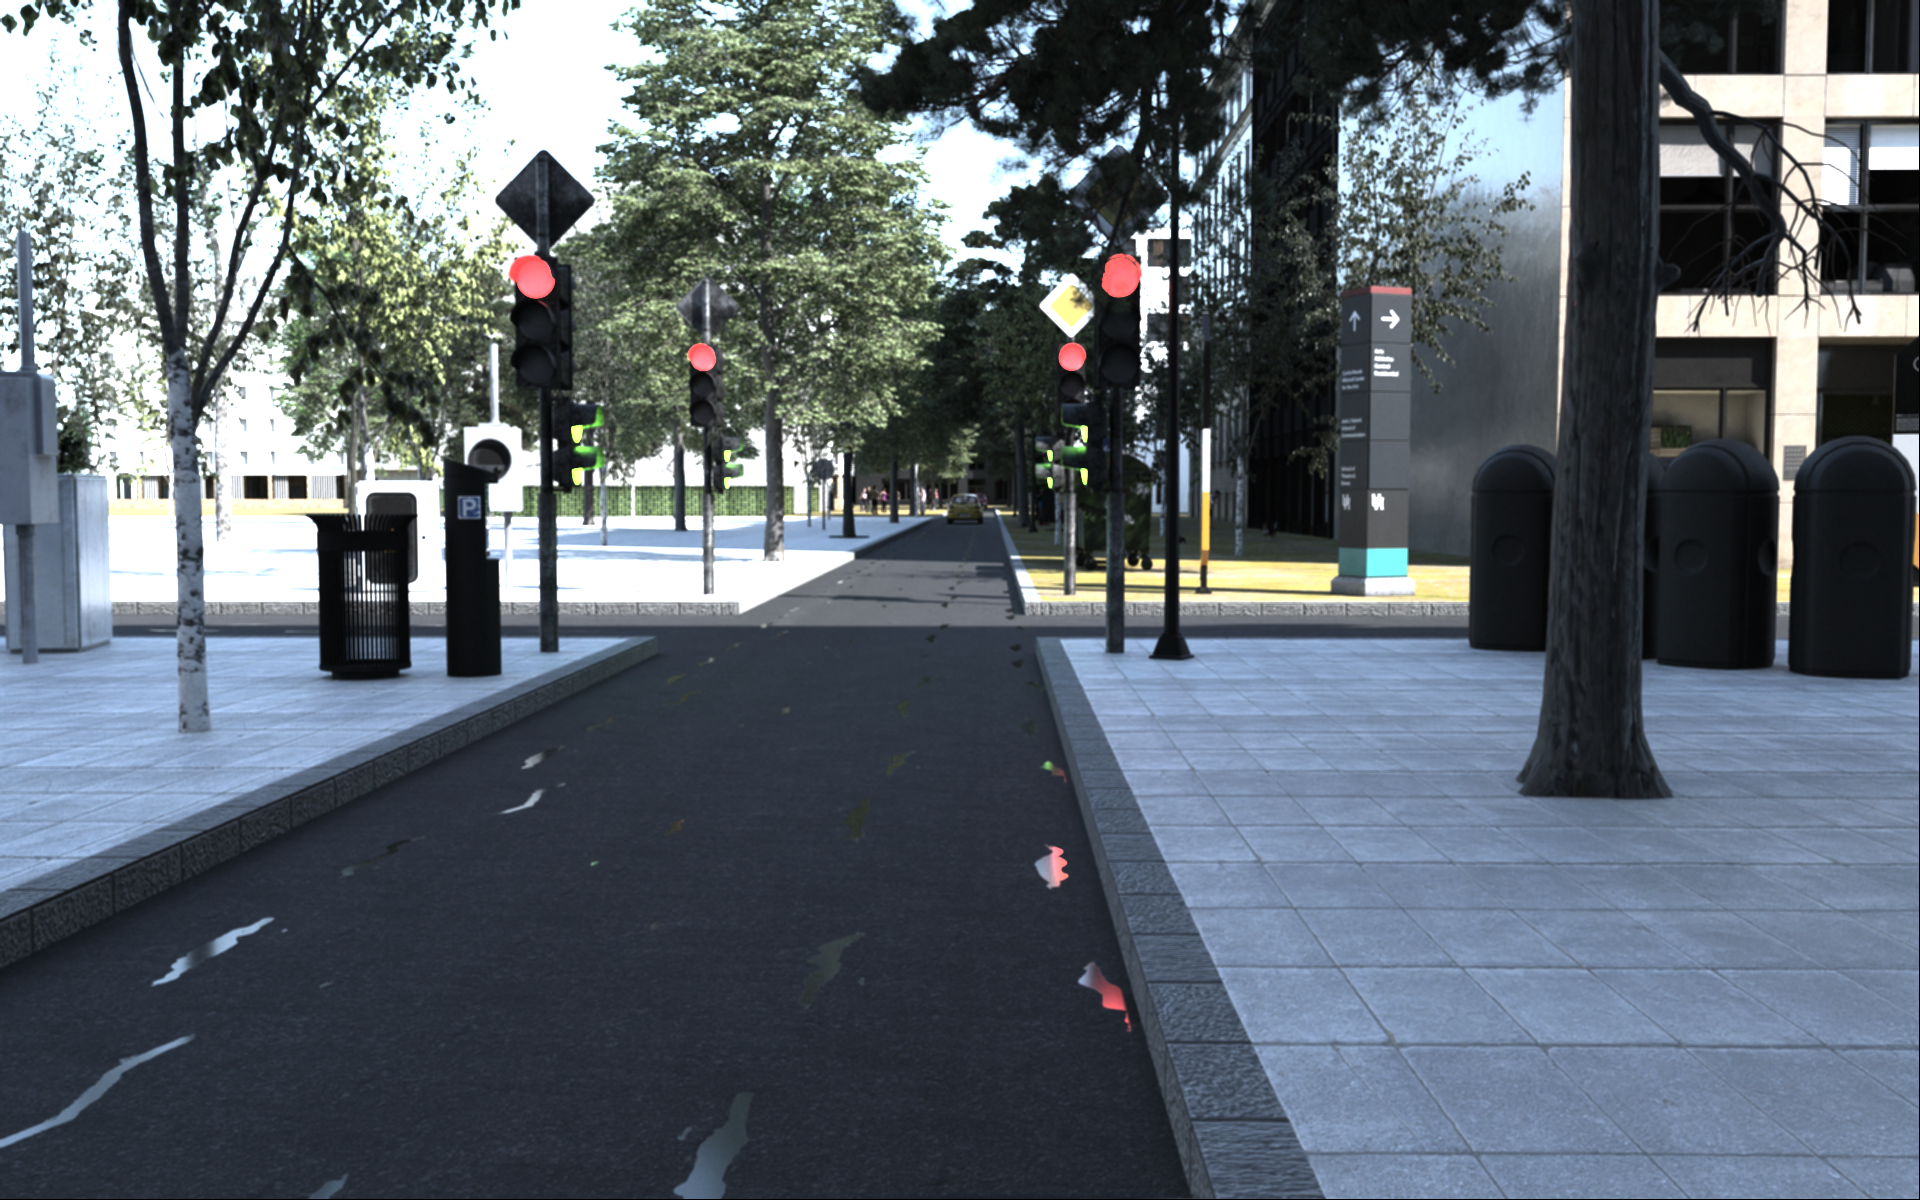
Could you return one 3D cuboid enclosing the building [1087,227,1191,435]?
[{"bbox_3d":[26.112,-18.636,148.671,27.936,21.610,32.646,0,4,1],"label":"building"}]

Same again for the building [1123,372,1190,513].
[{"bbox_3d":[16.477,-10.811,118.899,9.099,9.664,28.070,0,4,1],"label":"building"}]

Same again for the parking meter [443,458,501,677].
[{"bbox_3d":[-3.452,-0.236,12.266,0.372,1.533,0.369,0,3,0],"label":"parking meter"}]

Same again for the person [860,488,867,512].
[{"bbox_3d":[-7.026,-7.330,126.830,0.756,1.711,0.436,2,4,32],"label":"person"}]

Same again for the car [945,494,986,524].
[{"bbox_3d":[0.266,-4.542,84.489,2.015,1.641,3.980,0,4,2],"label":"car"}]

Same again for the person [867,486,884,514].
[{"bbox_3d":[-5.420,-6.387,110.472,1.348,1.823,0.705,3,4,36],"label":"person"}]

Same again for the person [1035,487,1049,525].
[{"bbox_3d":[3.403,-3.911,71.856,0.662,1.594,0.647,1,4,11],"label":"person"}]

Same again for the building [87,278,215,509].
[{"bbox_3d":[-70.025,-18.465,158.326,11.380,20.091,16.016,0,4,1],"label":"building"}]

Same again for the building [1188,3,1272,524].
[{"bbox_3d":[19.633,-15.135,80.742,16.112,22.955,30.059,0,4,1],"label":"building"}]

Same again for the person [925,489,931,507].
[{"bbox_3d":[-2.866,-9.874,168.031,0.990,1.755,0.434,0,4,-2],"label":"person"}]

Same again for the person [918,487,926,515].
[{"bbox_3d":[-2.401,-6.236,108.663,0.551,1.740,0.621,2,4,25],"label":"person"}]

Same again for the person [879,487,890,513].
[{"bbox_3d":[-5.137,-6.829,118.372,0.721,1.739,1.217,3,5,40],"label":"person"}]

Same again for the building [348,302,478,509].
[{"bbox_3d":[-37.211,-17.843,158.184,31.486,18.905,16.747,0,4,1],"label":"building"}]

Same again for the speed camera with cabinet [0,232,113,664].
[{"bbox_3d":[-7.390,-1.191,13.816,0.660,3.252,2.038,-1,4,-11],"label":"speed camera with cabinet"}]

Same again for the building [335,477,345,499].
[{"bbox_3d":[-61.299,-22.014,203.896,32.646,21.610,27.936,0,4,1],"label":"building"}]

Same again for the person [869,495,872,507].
[{"bbox_3d":[-8.305,-9.201,159.665,0.799,1.438,0.628,-2,4,-24],"label":"person"}]

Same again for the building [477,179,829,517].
[{"bbox_3d":[-18.444,-15.101,113.360,16.747,18.905,31.486,0,4,1],"label":"building"}]

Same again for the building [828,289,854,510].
[{"bbox_3d":[-15.627,-18.425,157.663,11.380,20.091,16.016,0,4,1],"label":"building"}]

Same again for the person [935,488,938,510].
[{"bbox_3d":[-1.871,-8.217,141.109,0.721,1.743,1.217,0,4,-5],"label":"person"}]

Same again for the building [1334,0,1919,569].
[{"bbox_3d":[27.406,-14.301,38.341,34.151,26.468,19.350,0,4,1],"label":"building"}]

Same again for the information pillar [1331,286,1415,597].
[{"bbox_3d":[5.262,-1.994,21.983,0.750,3.857,0.750,-1,4,-22],"label":"information pillar"}]

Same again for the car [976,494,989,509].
[{"bbox_3d":[1.764,-9.752,168.488,2.155,1.783,4.494,0,4,1],"label":"car"}]

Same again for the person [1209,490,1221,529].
[{"bbox_3d":[9.205,-3.317,63.467,0.799,1.438,0.628,1,4,16],"label":"person"}]

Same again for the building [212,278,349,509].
[{"bbox_3d":[-58.643,-18.468,158.368,11.380,20.091,16.016,0,4,1],"label":"building"}]

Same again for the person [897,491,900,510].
[{"bbox_3d":[-5.216,-8.050,138.193,0.750,1.759,0.617,-2,4,-31],"label":"person"}]

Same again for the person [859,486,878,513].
[{"bbox_3d":[-6.171,-6.798,117.200,1.348,1.822,0.705,1,4,13],"label":"person"}]

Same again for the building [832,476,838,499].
[{"bbox_3d":[-28.231,-21.967,203.136,32.646,21.610,27.936,0,4,1],"label":"building"}]

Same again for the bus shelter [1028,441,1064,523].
[{"bbox_3d":[4.031,-5.383,79.293,1.731,3.624,6.357,0,4,1],"label":"bus shelter"}]

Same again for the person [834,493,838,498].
[{"bbox_3d":[-11.999,-10.170,172.850,1.217,1.766,0.721,-2,4,-26],"label":"person"}]

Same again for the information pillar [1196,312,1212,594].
[{"bbox_3d":[3.145,-1.887,22.214,0.183,3.616,0.504,0,4,5],"label":"information pillar"}]

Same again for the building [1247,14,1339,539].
[{"bbox_3d":[16.894,-13.895,56.866,12.332,23.373,15.834,0,4,1],"label":"building"}]

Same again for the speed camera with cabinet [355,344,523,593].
[{"bbox_3d":[-6.809,-1.732,22.662,2.038,3.252,0.660,0,4,-7],"label":"speed camera with cabinet"}]

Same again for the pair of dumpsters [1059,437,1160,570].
[{"bbox_3d":[2.652,-1.750,31.108,1.574,2.255,4.436,0,4,1],"label":"pair of dumpsters"}]

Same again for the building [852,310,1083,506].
[{"bbox_3d":[4.809,-21.946,202.798,32.646,21.610,27.936,0,4,1],"label":"building"}]

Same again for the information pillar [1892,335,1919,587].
[{"bbox_3d":[13.143,-1.990,23.895,0.504,3.616,0.183,1,4,22],"label":"information pillar"}]
